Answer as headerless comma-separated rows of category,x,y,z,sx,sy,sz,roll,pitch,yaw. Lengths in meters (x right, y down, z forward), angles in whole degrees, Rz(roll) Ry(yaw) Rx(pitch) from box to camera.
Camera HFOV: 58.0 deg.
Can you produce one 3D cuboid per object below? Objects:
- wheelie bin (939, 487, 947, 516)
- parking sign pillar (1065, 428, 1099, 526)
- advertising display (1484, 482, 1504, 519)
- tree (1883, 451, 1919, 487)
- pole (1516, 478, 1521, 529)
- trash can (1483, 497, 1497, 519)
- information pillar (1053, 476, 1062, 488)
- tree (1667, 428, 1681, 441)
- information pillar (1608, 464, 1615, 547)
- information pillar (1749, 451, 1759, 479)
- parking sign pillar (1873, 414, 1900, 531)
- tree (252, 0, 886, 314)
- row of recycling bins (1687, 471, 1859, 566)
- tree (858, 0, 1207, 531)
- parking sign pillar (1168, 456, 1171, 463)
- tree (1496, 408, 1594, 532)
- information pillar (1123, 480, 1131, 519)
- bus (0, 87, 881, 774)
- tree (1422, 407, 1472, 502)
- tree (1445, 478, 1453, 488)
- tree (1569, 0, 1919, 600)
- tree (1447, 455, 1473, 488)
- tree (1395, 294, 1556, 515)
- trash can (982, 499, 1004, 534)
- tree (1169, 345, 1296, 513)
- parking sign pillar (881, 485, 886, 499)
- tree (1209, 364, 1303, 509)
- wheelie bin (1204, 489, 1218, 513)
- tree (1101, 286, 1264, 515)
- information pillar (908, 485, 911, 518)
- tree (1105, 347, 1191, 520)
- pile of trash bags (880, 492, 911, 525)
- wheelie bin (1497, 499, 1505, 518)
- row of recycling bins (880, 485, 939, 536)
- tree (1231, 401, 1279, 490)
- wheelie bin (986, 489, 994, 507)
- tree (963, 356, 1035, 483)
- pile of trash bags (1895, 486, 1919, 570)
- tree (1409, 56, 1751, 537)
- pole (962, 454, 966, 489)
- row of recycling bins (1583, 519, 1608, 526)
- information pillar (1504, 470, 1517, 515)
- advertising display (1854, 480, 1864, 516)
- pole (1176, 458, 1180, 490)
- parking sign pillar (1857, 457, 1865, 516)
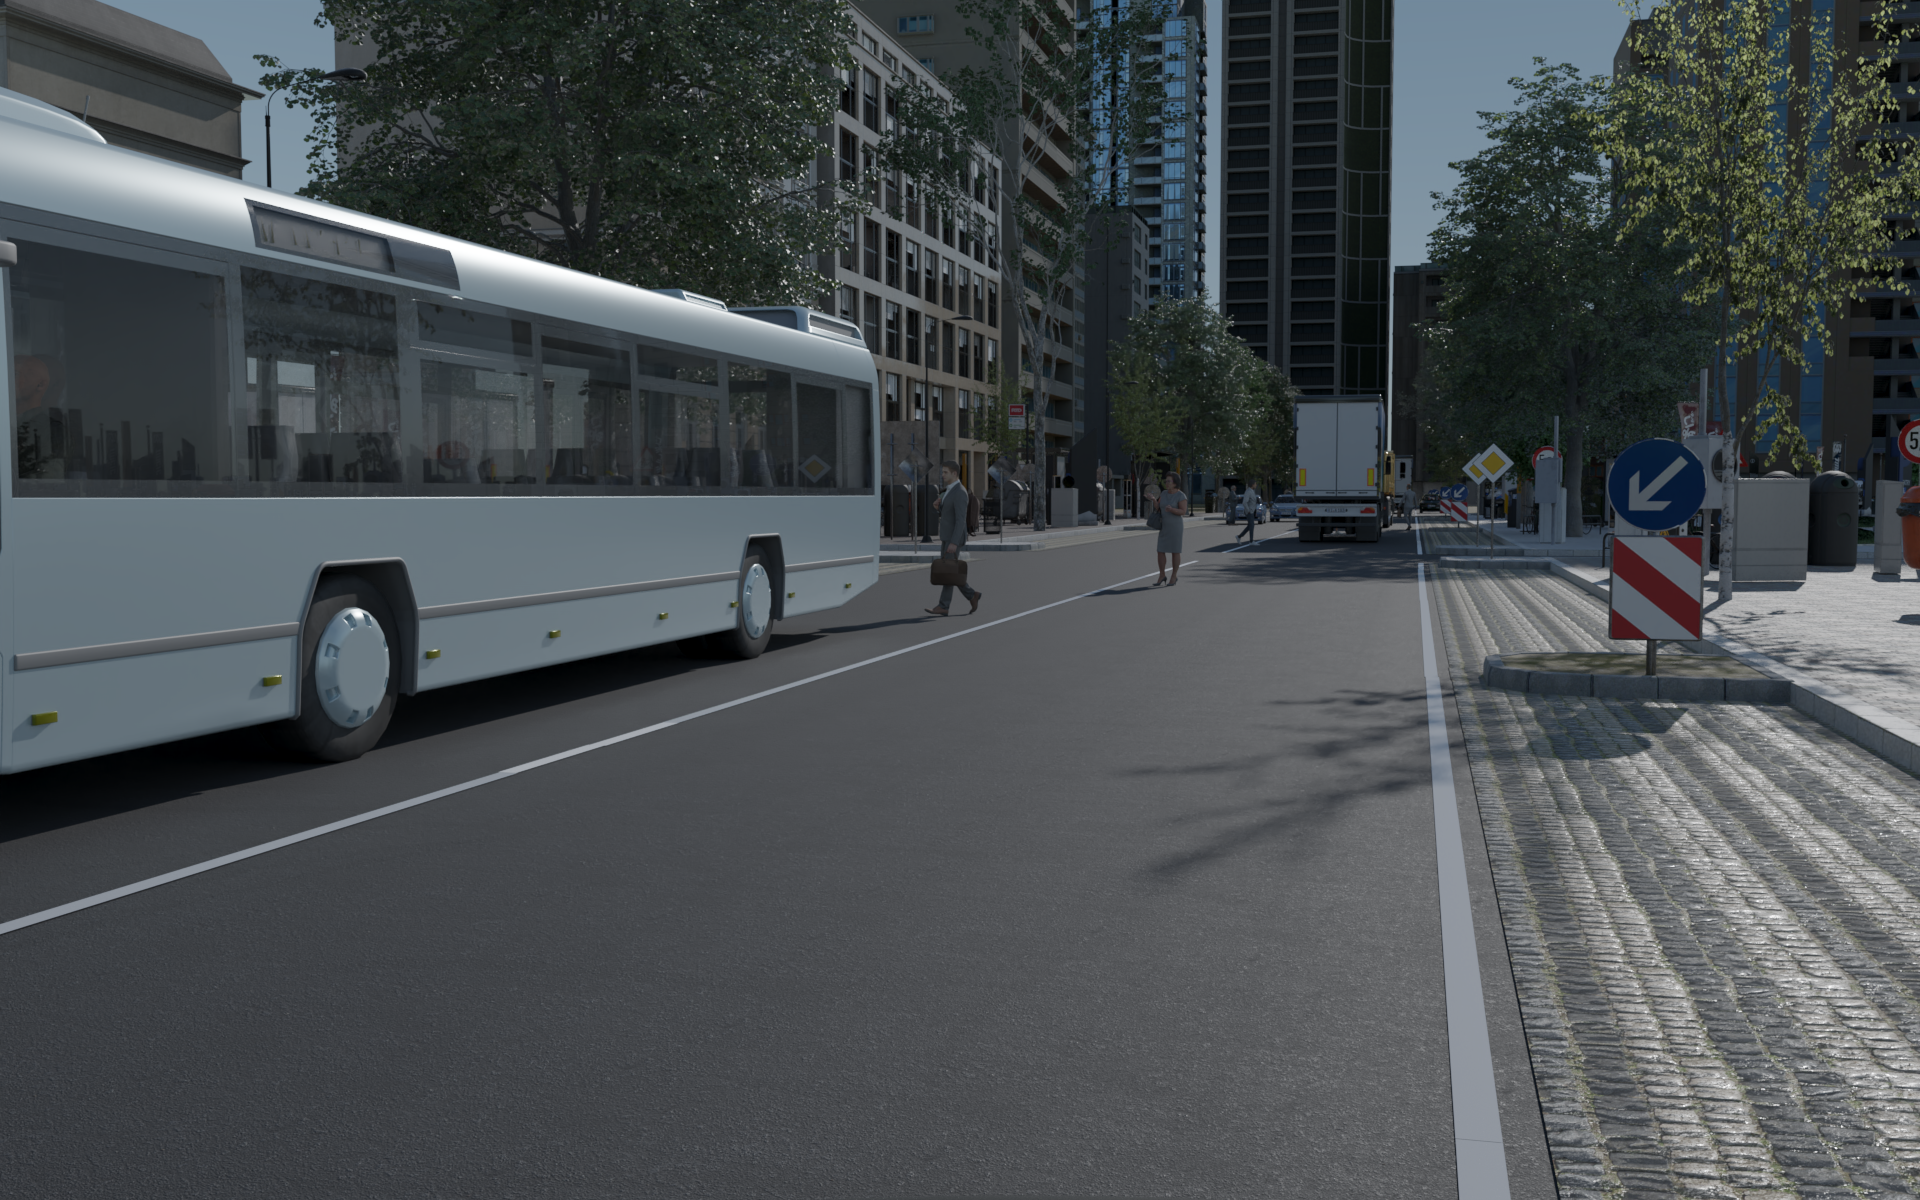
wheelie bin,-1.077,-5.375,95.789,0.693,1.594,0.980,-1,4,-13
parking sign pillar,4.909,-4.997,70.174,1.447,3.967,1.447,-2,4,-33
advertising display,27.690,-5.174,89.809,0.974,1.923,0.123,0,4,2
tree,43.557,-5.762,77.919,4.285,4.588,4.351,0,3,0
pole,20.576,-4.275,63.734,0.158,3.312,0.155,0,3,0
trash can,27.257,-4.740,89.155,0.748,1.137,0.748,0,3,0
information pillar,3.854,-3.931,68.760,0.304,2.012,0.304,0,4,-8
tree,34.917,-6.208,85.212,4.285,4.588,4.351,0,3,0
information pillar,15.989,-2.301,42.106,0.304,2.012,0.304,-3,4,-36
information pillar,42.630,-6.221,93.068,0.504,3.616,0.183,1,4,11
parking sign pillar,31.995,-4.317,59.057,1.447,3.967,1.447,-3,5,-42
tree,-6.088,-7.455,28.547,9.857,13.997,8.962,0,3,0
row of recycling bins,14.390,-1.498,31.599,3.534,1.692,1.069,1,4,20
tree,1.350,-12.433,59.168,12.611,20.169,13.585,0,3,0
parking sign pillar,13.491,-7.643,113.440,1.447,3.967,1.447,1,4,19
tree,19.723,-4.584,58.667,4.285,4.588,4.351,0,3,0
information pillar,8.737,-5.256,90.425,0.304,2.012,0.304,-3,4,-36
bus,-3.719,-1.062,12.222,2.948,3.499,13.247,1,4,14
tree,51.172,-15.882,177.789,7.486,12.596,7.792,0,3,0
tree,52.806,-11.678,185.542,1.663,3.219,1.824,0,3,0
tree,9.496,-4.300,20.667,4.360,8.622,3.978,0,3,0
tree,46.068,-12.768,159.123,4.737,8.622,4.395,0,3,0
tree,31.523,-11.879,104.597,12.009,13.543,11.850,0,3,0
trash can,1.050,-2.669,55.287,0.748,1.137,0.748,0,3,0
tree,17.756,-11.764,118.098,9.928,11.665,9.643,0,3,0
parking sign pillar,-3.051,-5.391,76.608,1.447,3.967,1.447,2,4,35
tree,26.440,-14.274,150.387,9.611,12.733,9.660,0,3,0
wheelie bin,16.772,-6.612,116.006,0.980,1.594,0.693,1,4,21
tree,13.595,-12.171,105.649,9.857,13.997,8.962,0,3,0
information pillar,-2.426,-5.595,82.826,0.183,3.616,0.504,0,4,5
tree,9.009,-8.291,85.927,4.737,8.622,4.395,0,3,0
pile of trash bags,-3.180,-3.777,71.514,3.447,1.369,1.912,2,4,26
wheelie bin,29.026,-5.184,92.666,0.980,1.594,0.693,0,4,-4
row of recycling bins,-2.355,-2.795,52.811,3.534,1.692,1.069,-1,4,-17
tree,22.570,-11.294,135.026,4.737,8.622,4.395,0,3,0
wheelie bin,1.894,-5.587,99.250,0.980,1.594,0.693,3,5,43
tree,2.427,-8.639,91.611,4.737,8.622,4.395,0,3,0
pile of trash bags,12.097,-0.574,19.135,3.447,1.369,1.912,0,4,-1
tree,18.391,-8.848,51.328,9.857,13.997,8.962,0,3,0
pole,0.222,-5.717,87.317,0.158,3.312,0.155,0,3,0
row of recycling bins,25.516,-3.928,71.341,1.069,1.692,3.534,-3,4,-36
information pillar,21.315,-4.623,66.947,0.504,3.616,0.183,-1,4,-12
advertising display,40.376,-4.469,78.277,0.974,1.923,0.123,-1,4,-15
pole,12.405,-6.410,98.649,0.158,3.312,0.155,0,3,0
parking sign pillar,47.985,-6.324,91.866,1.447,3.967,1.447,3,5,42
